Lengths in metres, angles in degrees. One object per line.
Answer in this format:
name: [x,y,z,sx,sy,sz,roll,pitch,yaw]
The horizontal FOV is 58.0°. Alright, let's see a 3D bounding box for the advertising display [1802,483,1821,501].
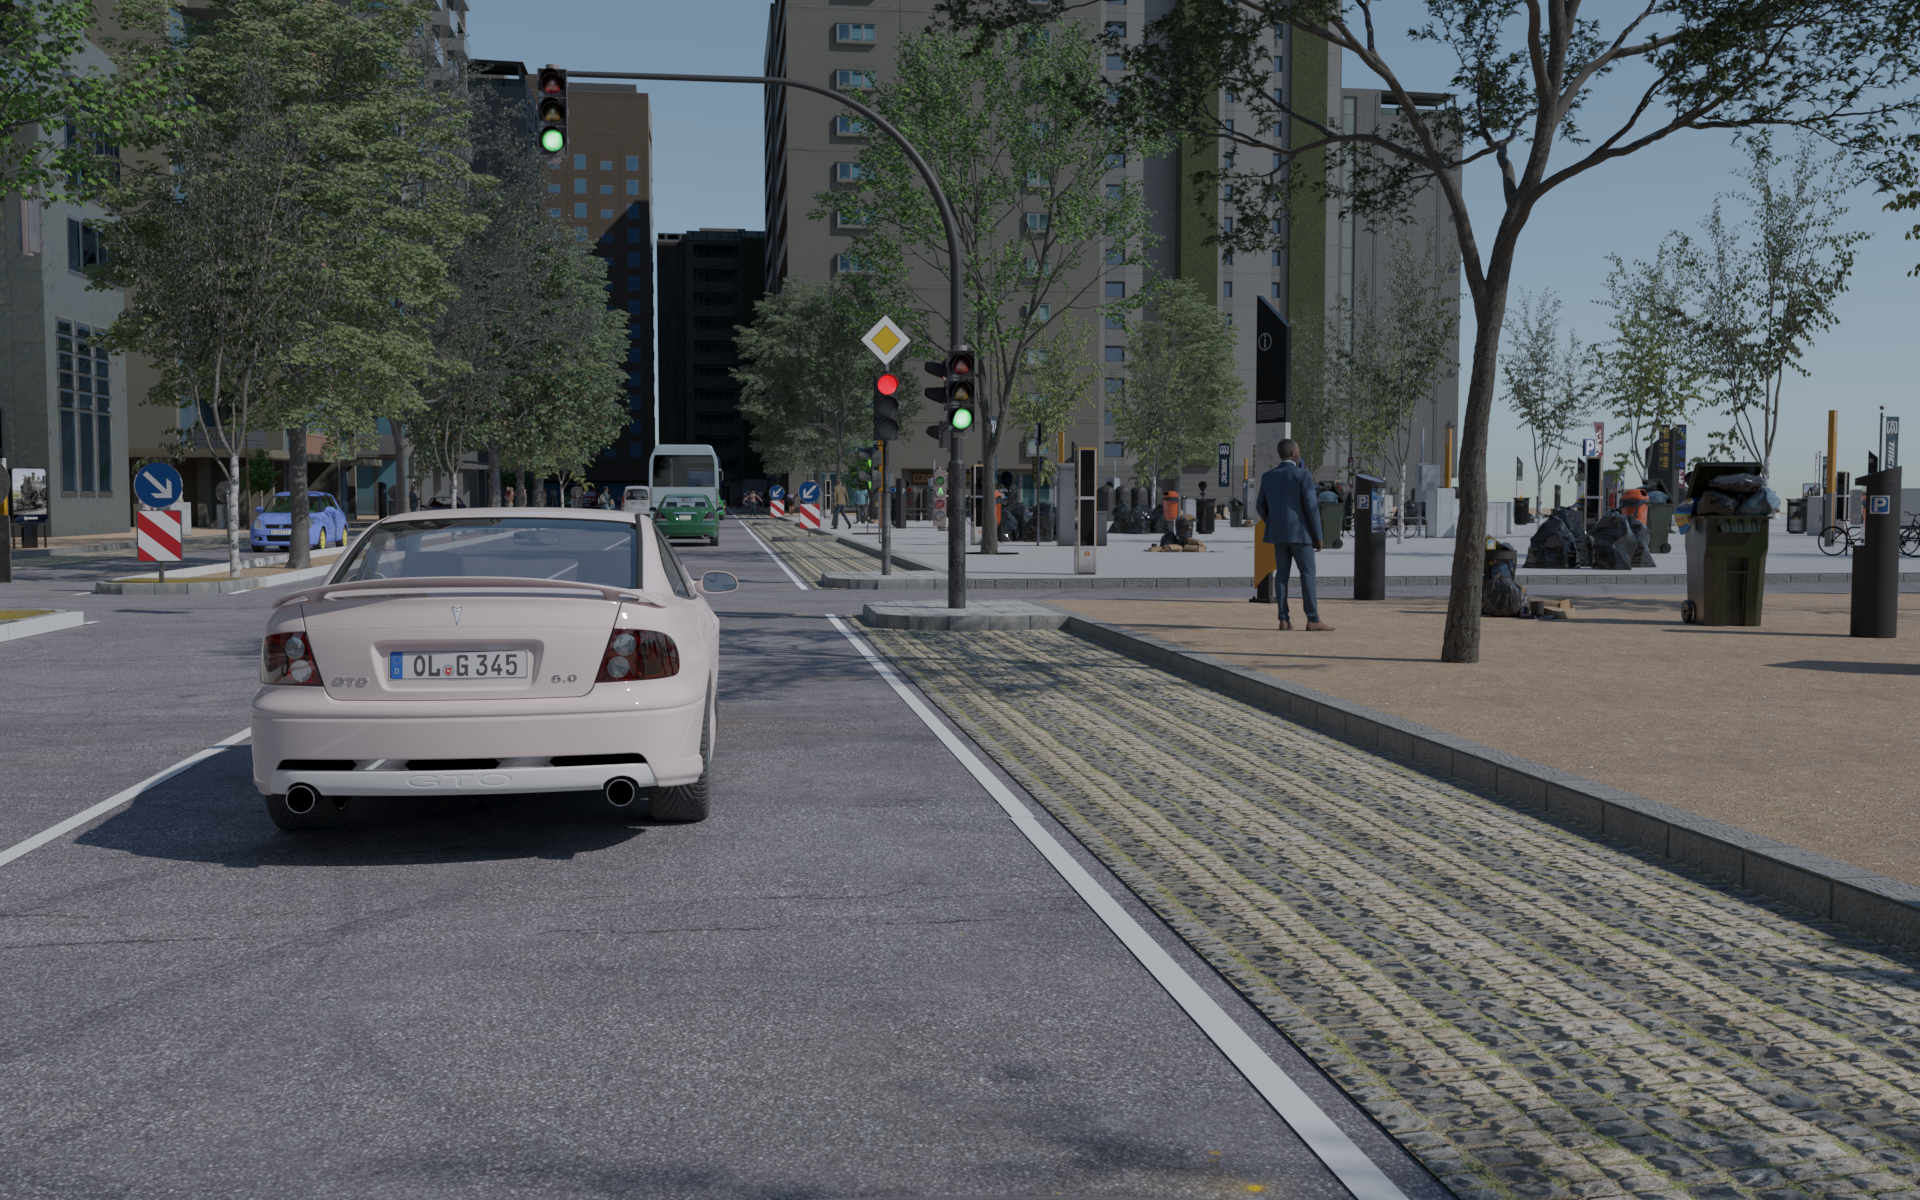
advertising display: [50.463,-5.961,102.671,0.974,1.923,0.123,1,4,12]

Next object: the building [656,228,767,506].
building: [-26.244,-25.651,191.090,14.107,30.474,14.160,0,4,-8]

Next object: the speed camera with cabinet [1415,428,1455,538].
speed camera with cabinet: [14.093,-3.490,51.389,0.660,3.252,2.038,0,4,-3]

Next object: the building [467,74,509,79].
building: [-58.937,-34.580,189.085,21.600,48.544,21.300,0,4,-8]

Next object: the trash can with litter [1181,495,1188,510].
trash can with litter: [13.092,-5.426,99.767,1.678,1.210,2.233,-3,4,-38]

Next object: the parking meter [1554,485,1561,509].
parking meter: [36.533,-6.128,105.898,0.255,1.863,0.399,-1,4,-8]

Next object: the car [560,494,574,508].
car: [-38.856,-10.025,172.701,1.959,1.807,4.718,0,4,-7]

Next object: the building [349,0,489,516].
building: [-44.016,-30.103,111.798,23.786,49.044,30.456,0,4,-8]

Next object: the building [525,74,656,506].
building: [-40.720,-32.951,188.863,14.200,45.320,14.600,0,4,-8]

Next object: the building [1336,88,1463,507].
building: [42.152,-30.274,178.571,14.086,41.232,14.154,0,4,-8]

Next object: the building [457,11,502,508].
building: [-47.690,-42.697,136.343,20.563,71.187,20.611,0,4,-8]

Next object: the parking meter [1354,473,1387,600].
parking meter: [4.977,-0.771,21.017,0.372,1.533,0.369,0,3,0]

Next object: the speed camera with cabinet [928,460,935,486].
speed camera with cabinet: [-0.787,-6.463,100.004,2.038,3.252,0.660,1,4,9]

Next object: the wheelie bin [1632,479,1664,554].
wheelie bin: [14.947,-1.805,37.419,0.693,1.594,0.980,-1,4,-15]

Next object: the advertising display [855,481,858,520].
advertising display: [-5.067,-4.988,86.767,0.123,1.923,0.974,1,4,12]

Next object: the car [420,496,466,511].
car: [-22.772,-3.911,76.519,1.945,1.354,3.894,-1,4,-10]

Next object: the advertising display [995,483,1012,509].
advertising display: [2.506,-5.758,99.361,0.974,1.923,0.123,1,4,11]

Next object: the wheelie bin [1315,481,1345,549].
wheelie bin: [8.593,-2.002,40.643,0.693,1.594,0.980,-1,4,-18]

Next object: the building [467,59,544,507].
building: [-47.510,-29.482,165.618,14.086,41.232,14.154,0,4,-8]

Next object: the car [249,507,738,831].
car: [-2.182,0.215,8.848,2.083,1.381,4.827,0,4,-7]

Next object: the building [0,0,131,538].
building: [-34.660,-44.408,38.741,22.319,86.520,31.000,0,4,-8]

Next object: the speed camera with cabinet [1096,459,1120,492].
speed camera with cabinet: [8.096,-6.353,98.212,2.038,3.252,0.660,3,5,42]

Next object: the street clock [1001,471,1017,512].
street clock: [1.513,-3.014,53.853,0.471,2.002,0.358,3,4,38]

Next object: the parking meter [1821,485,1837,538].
parking meter: [25.633,-2.609,51.072,0.372,1.533,0.369,0,3,0]

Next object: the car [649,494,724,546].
car: [-7.727,-2.270,48.908,2.131,1.459,4.920,0,4,-8]

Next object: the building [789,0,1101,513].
building: [-2.278,-30.695,125.572,21.300,48.544,21.600,0,4,-8]

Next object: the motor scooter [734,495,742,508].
motor scooter: [-21.162,-9.323,165.210,0.815,1.314,1.986,-1,4,-8]

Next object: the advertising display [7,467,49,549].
advertising display: [-22.028,-2.186,40.961,0.123,1.923,0.974,1,4,23]

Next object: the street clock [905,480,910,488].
street clock: [-2.738,-4.993,86.199,0.471,2.002,0.358,0,4,7]

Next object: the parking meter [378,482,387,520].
parking meter: [-28.057,-4.799,84.175,0.255,1.863,0.399,1,4,13]

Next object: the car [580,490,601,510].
car: [-32.089,-8.587,149.066,2.281,1.827,5.304,0,4,-8]

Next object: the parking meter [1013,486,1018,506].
parking meter: [3.270,-6.000,103.817,0.399,1.863,0.255,1,4,16]

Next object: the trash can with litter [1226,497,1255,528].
trash can with litter: [10.762,-3.366,66.418,1.055,1.170,0.624,-2,4,-24]

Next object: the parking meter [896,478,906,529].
parking meter: [-2.177,-3.573,64.122,0.255,1.863,0.399,2,4,30]

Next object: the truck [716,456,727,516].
truck: [-17.327,-7.827,117.730,2.967,4.110,18.799,-1,4,-9]

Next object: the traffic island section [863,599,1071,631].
traffic island section: [-0.024,0.171,19.483,2.009,0.180,2.903,0,4,-8]

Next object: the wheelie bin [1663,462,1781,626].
wheelie bin: [7.540,-0.554,16.965,0.980,1.594,0.693,0,4,2]

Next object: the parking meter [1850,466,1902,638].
parking meter: [8.208,-0.435,15.523,0.372,1.533,0.369,0,3,0]

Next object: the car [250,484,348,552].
car: [-16.739,-2.098,43.896,1.945,1.707,3.694,0,4,-7]

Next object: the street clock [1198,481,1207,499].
street clock: [13.561,-5.640,96.788,0.471,2.002,0.358,1,4,19]

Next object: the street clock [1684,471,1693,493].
street clock: [22.899,-3.034,54.182,0.471,2.002,0.358,2,4,24]

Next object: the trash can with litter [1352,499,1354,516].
trash can with litter: [20.355,-4.837,90.477,0.624,1.170,1.055,3,4,39]

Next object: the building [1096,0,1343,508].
building: [21.127,-38.518,171.766,28.212,58.520,21.231,0,4,-8]

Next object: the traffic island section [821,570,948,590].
traffic island section: [-1.145,-0.312,27.389,2.009,0.180,2.903,0,4,-8]

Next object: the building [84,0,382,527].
building: [-39.175,-25.871,77.618,22.147,44.769,28.867,0,4,-8]

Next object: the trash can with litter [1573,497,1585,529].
trash can with litter: [21.128,-2.867,58.258,1.055,1.170,0.624,-3,5,-42]

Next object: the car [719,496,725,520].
car: [-13.923,-5.302,95.480,1.959,1.807,4.718,-1,4,-9]

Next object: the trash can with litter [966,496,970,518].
trash can with litter: [0.180,-5.072,94.310,1.055,1.170,0.624,-2,4,-35]

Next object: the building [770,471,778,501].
building: [-5.590,-43.268,145.689,20.563,71.187,20.611,0,4,-8]

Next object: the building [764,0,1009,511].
building: [-7.830,-33.266,167.606,21.300,48.544,21.600,0,4,-8]

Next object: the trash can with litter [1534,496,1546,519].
trash can with litter: [30.136,-4.884,90.918,1.678,1.210,2.233,3,5,41]

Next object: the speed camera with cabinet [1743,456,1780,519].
speed camera with cabinet: [41.029,-5.792,89.029,0.660,3.252,2.038,-3,5,-42]
